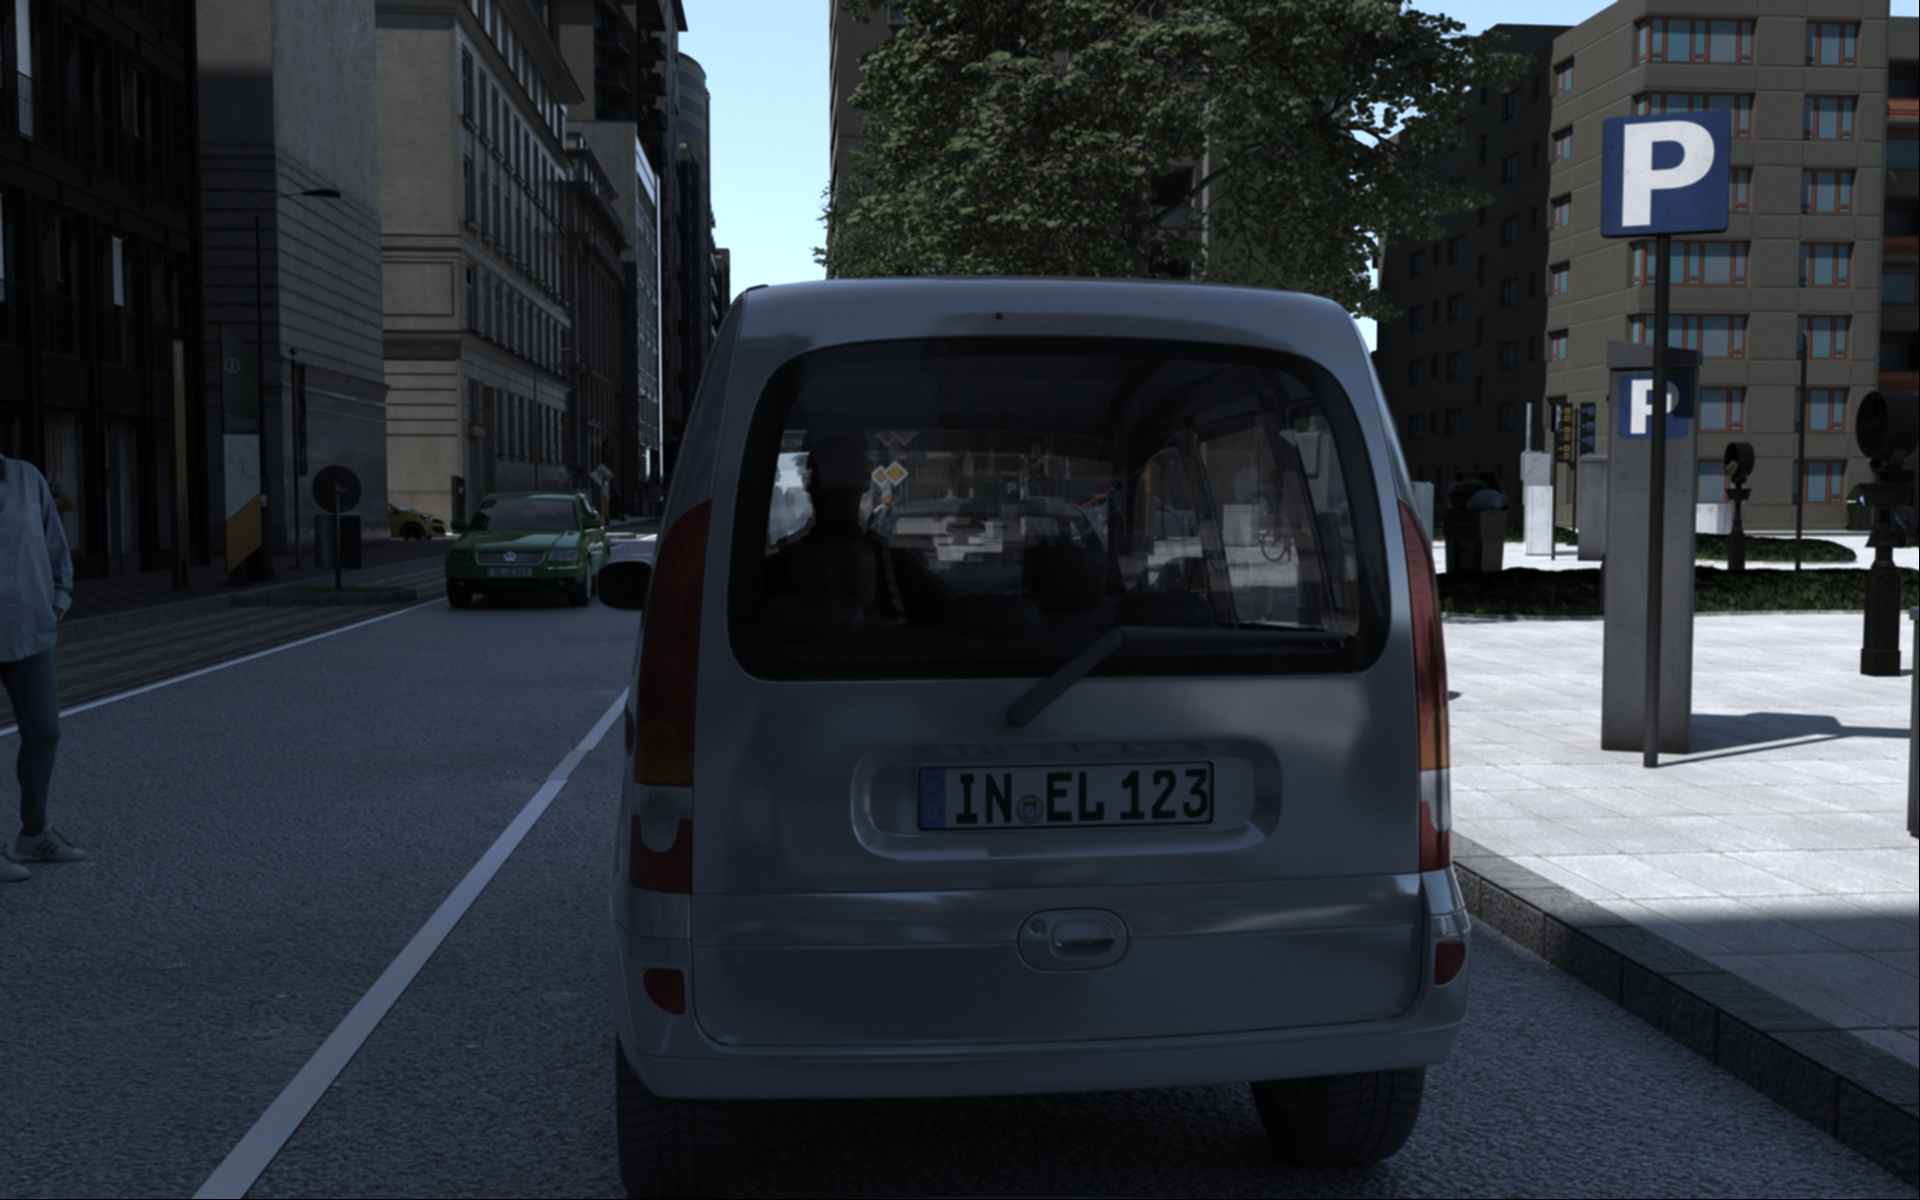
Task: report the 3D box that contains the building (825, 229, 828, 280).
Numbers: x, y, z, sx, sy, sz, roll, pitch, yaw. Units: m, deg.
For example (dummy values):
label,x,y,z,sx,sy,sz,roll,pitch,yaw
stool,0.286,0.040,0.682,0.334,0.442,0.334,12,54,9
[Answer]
label,x,y,z,sx,sy,sz,roll,pitch,yaw
building,-10.315,-38.042,276.613,22.147,44.769,28.867,0,4,-6

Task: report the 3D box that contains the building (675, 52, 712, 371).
label,x,y,z,sx,sy,sz,roll,pitch,yaw
building,-43.826,-41.911,227.243,21.231,58.520,28.212,0,4,-6

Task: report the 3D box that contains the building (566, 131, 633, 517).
label,x,y,z,sx,sy,sz,roll,pitch,yaw
building,-26.150,-15.639,97.495,13.314,21.916,24.055,0,4,-6

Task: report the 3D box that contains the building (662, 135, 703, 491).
label,x,y,z,sx,sy,sz,roll,pitch,yaw
building,-35.949,-31.086,191.844,14.154,41.232,14.086,0,4,-6

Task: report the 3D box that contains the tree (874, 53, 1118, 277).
label,x,y,z,sx,sy,sz,roll,pitch,yaw
tree,0.851,-4.724,27.603,4.737,8.622,4.395,0,3,0

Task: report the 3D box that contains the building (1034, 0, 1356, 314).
label,x,y,z,sx,sy,sz,roll,pitch,yaw
building,6.119,-23.357,65.478,14.086,41.232,14.154,0,4,-6

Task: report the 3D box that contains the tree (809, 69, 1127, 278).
label,x,y,z,sx,sy,sz,roll,pitch,yaw
tree,0.197,-7.096,41.782,9.928,11.665,9.643,0,3,0

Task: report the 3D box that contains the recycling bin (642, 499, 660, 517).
label,x,y,z,sx,sy,sz,roll,pitch,yaw
recycling bin,-17.360,-5.189,97.391,0.722,1.027,0.722,2,4,27

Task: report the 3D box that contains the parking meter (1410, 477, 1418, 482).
label,x,y,z,sx,sy,sz,roll,pitch,yaw
parking meter,15.042,-3.181,57.725,0.399,1.863,0.255,-1,4,-18

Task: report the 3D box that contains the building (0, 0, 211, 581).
label,x,y,z,sx,sy,sz,roll,pitch,yaw
building,-18.854,-11.765,22.033,12.332,23.373,15.834,0,4,-6

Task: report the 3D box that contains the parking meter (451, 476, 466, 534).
label,x,y,z,sx,sy,sz,roll,pitch,yaw
parking meter,-15.960,-3.023,55.134,0.255,1.863,0.399,2,4,30

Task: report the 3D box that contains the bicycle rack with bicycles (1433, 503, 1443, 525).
label,x,y,z,sx,sy,sz,roll,pitch,yaw
bicycle rack with bicycles,17.748,-3.275,66.927,2.925,0.926,2.852,2,4,30

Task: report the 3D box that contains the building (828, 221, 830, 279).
label,x,y,z,sx,sy,sz,roll,pitch,yaw
building,-12.407,-34.947,254.981,14.154,41.232,14.086,0,4,-6

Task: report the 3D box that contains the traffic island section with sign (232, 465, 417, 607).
label,x,y,z,sx,sy,sz,roll,pitch,yaw
traffic island section with sign,-8.325,-0.875,22.927,1.989,1.847,2.006,0,4,-6

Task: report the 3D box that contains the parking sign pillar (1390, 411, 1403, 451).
label,x,y,z,sx,sy,sz,roll,pitch,yaw
parking sign pillar,9.616,-3.168,40.263,1.447,3.967,1.447,-1,4,-19

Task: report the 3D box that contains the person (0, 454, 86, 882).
label,x,y,z,sx,sy,sz,roll,pitch,yaw
person,-3.608,0.140,6.472,0.793,1.790,0.793,0,4,3

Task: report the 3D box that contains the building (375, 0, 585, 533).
label,x,y,z,sx,sy,sz,roll,pitch,yaw
building,-25.095,-14.504,70.431,16.112,22.955,30.059,0,4,-6

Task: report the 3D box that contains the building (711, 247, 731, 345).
label,x,y,z,sx,sy,sz,roll,pitch,yaw
building,-44.233,-36.446,279.481,14.154,41.232,14.086,0,4,-6

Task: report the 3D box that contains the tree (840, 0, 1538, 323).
label,x,y,z,sx,sy,sz,roll,pitch,yaw
tree,2.002,-6.100,17.858,7.486,12.596,7.792,0,3,0

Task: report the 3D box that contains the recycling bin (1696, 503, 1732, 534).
label,x,y,z,sx,sy,sz,roll,pitch,yaw
recycling bin,20.319,-2.094,46.793,0.722,1.027,0.722,-2,4,-34

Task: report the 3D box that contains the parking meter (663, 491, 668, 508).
label,x,y,z,sx,sy,sz,roll,pitch,yaw
parking meter,-22.031,-7.413,129.616,0.372,1.533,0.369,0,3,0

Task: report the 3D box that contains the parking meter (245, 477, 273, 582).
label,x,y,z,sx,sy,sz,roll,pitch,yaw
parking meter,-10.312,-1.041,25.431,0.372,1.533,0.369,0,3,0

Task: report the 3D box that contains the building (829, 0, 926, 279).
label,x,y,z,sx,sy,sz,roll,pitch,yaw
building,1.841,-30.408,120.867,21.300,48.544,21.600,0,4,-6

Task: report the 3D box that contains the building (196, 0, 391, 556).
label,x,y,z,sx,sy,sz,roll,pitch,yaw
building,-23.348,-11.627,39.258,18.267,20.994,9.793,0,4,-6

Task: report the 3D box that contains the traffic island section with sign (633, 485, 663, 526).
label,x,y,z,sx,sy,sz,roll,pitch,yaw
traffic island section with sign,-13.733,-4.271,78.466,1.989,1.847,2.006,0,4,-6

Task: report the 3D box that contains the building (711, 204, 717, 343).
label,x,y,z,sx,sy,sz,roll,pitch,yaw
building,-47.518,-38.959,256.591,23.786,49.044,30.456,0,4,-6

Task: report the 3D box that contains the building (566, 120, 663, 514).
label,x,y,z,sx,sy,sz,roll,pitch,yaw
building,-27.431,-18.437,119.468,12.078,24.808,19.932,0,4,-6

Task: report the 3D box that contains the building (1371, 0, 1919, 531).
label,x,y,z,sx,sy,sz,roll,pitch,yaw
building,36.260,-14.012,74.139,28.899,21.520,27.650,0,4,-6

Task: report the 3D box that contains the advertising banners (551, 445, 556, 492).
label,x,y,z,sx,sy,sz,roll,pitch,yaw
advertising banners,-14.241,-3.947,60.728,0.090,3.025,2.074,-1,4,-9

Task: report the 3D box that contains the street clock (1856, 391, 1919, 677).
label,x,y,z,sx,sy,sz,roll,pitch,yaw
street clock,6.513,-0.467,12.199,0.358,2.002,0.471,0,4,1

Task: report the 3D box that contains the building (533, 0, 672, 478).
label,x,y,z,sx,sy,sz,roll,pitch,yaw
building,-35.646,-29.849,142.656,22.147,44.769,28.867,0,4,-6

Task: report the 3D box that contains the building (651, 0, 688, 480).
label,x,y,z,sx,sy,sz,roll,pitch,yaw
building,-41.669,-35.526,170.089,28.713,52.752,27.495,0,4,-6
